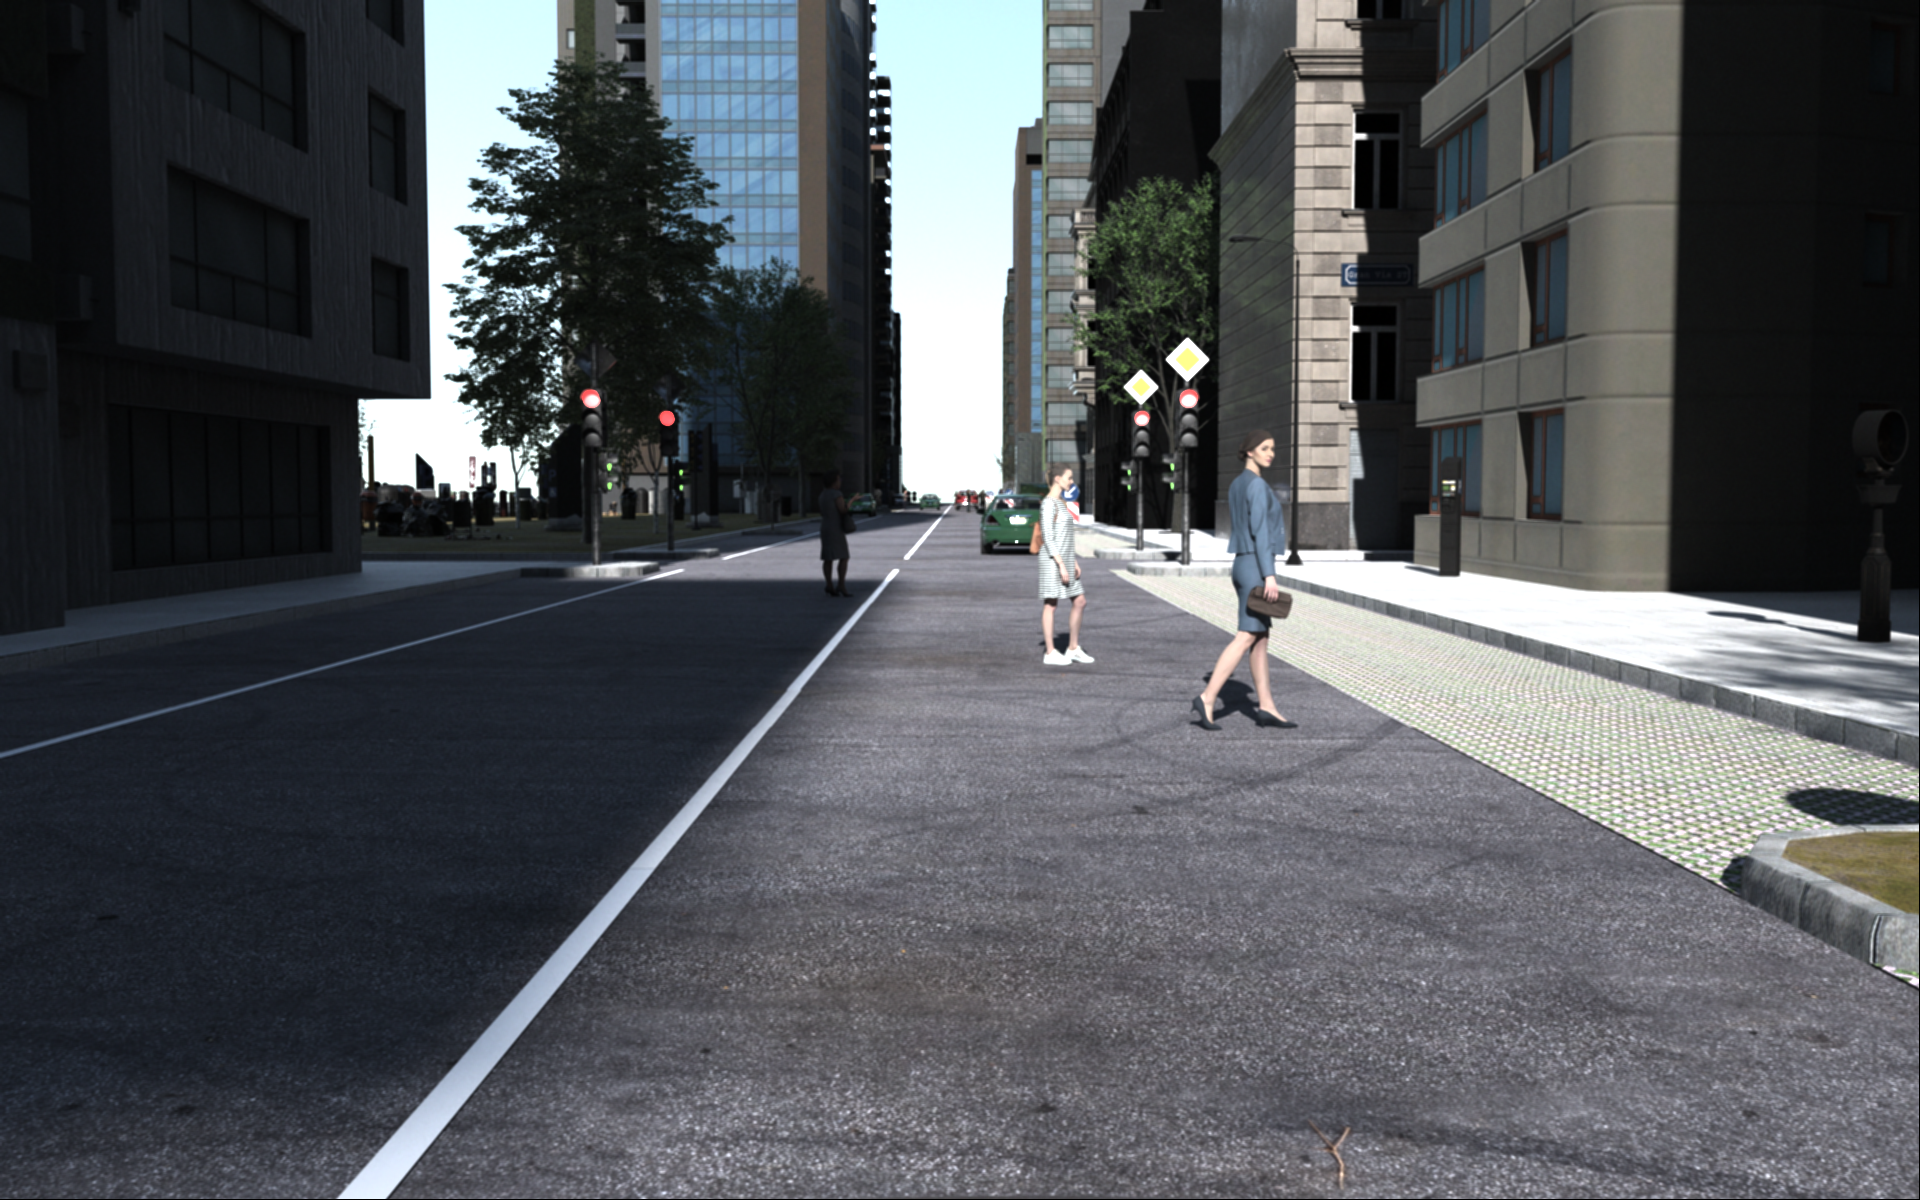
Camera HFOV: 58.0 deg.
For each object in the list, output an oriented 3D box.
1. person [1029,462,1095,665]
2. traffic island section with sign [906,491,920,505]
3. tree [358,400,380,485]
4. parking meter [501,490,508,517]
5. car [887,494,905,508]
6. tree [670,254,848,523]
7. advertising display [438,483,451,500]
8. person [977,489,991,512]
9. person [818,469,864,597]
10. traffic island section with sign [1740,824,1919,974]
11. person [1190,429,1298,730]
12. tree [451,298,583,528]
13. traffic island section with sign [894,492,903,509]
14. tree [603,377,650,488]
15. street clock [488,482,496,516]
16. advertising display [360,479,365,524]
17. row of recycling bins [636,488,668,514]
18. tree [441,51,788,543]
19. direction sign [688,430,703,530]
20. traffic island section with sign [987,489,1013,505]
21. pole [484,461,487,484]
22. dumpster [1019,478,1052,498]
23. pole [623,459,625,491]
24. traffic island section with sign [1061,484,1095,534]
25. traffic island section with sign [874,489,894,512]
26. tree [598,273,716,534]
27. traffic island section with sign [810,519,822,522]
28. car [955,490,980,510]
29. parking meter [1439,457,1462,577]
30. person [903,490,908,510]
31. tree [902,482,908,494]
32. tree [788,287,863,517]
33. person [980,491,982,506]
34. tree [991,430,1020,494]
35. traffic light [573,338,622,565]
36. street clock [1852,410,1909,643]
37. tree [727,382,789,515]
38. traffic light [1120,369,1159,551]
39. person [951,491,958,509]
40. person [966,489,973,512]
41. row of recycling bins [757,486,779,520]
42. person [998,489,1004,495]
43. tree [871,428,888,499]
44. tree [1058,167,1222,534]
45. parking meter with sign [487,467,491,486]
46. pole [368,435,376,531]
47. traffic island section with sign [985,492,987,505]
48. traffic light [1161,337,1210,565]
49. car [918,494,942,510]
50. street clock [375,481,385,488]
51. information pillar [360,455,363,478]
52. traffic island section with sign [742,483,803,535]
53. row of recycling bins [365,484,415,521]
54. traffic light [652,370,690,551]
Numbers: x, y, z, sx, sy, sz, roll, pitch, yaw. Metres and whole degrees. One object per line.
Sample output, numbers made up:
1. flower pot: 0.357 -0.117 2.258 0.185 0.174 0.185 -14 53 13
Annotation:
1. person: 0.830 -0.312 14.598 0.522 1.701 0.512 1 4 20
2. traffic island section with sign: -6.482 -12.992 221.048 1.989 1.847 2.006 0 3 0
3. tree: -35.582 -9.184 100.525 4.360 8.622 3.978 0 3 0
4. parking meter: -25.499 -5.417 96.974 0.372 1.533 0.369 0 3 0
5. car: -6.301 -9.880 173.542 2.014 1.417 4.499 0 3 0
6. tree: -8.666 -9.227 76.612 9.928 11.665 9.643 0 3 0
7. advertising display: -29.800 -5.808 100.175 0.123 1.923 0.974 1 4 21
8. person: 1.906 -8.068 140.544 1.348 1.807 0.705 2 4 28
9. person: -1.644 -0.941 24.241 0.532 1.782 0.716 -3 4 -39
10. traffic island section with sign: 3.759 0.182 5.657 1.989 1.847 2.006 0 3 0
11. person: 1.740 -0.124 10.546 0.654 1.822 0.581 1 4 9
12. tree: -16.617 -6.979 64.474 4.360 8.622 3.978 0 3 0
13. traffic island section with sign: -6.516 -9.646 166.338 1.989 1.847 2.006 0 3 0
14. tree: -18.808 -8.957 96.811 4.737 8.622 4.395 0 3 0
15. street clock: -27.397 -5.934 101.594 0.471 2.002 0.358 -1 4 -11
16. advertising display: -25.464 -4.190 73.723 0.123 1.923 0.974 -1 4 -9
17. row of recycling bins: -20.291 -6.466 112.830 3.534 1.692 1.069 1 4 12
18. tree: -9.283 -7.760 45.006 7.486 12.596 7.792 0 3 0
19. direction sign: -9.420 -4.266 61.739 0.379 3.537 0.876 2 4 24
20. traffic island section with sign: 3.854 -9.645 166.322 1.989 1.847 2.006 0 3 0
21. pole: -29.468 -6.958 107.611 0.158 3.312 0.155 0 3 0
22. dumpster: 3.962 -4.999 86.680 1.985 2.255 1.502 0 4 0
23. pole: -19.631 -6.568 101.234 0.158 3.312 0.155 0 3 0
24. traffic island section with sign: 3.794 -3.274 62.155 1.989 1.847 2.006 0 3 0
25. traffic island section with sign: -6.536 -7.977 139.051 1.989 1.847 2.006 0 3 0
26. tree: -9.854 -6.451 55.842 4.360 8.622 3.978 0 3 0
27. traffic island section with sign: -6.560 -4.871 88.275 1.989 1.847 2.006 0 3 0
28. car: 0.654 -8.811 152.725 2.281 1.827 5.304 0 4 0
29. parking meter: 7.656 -1.303 27.021 0.255 1.863 0.399 2 4 27
30. person: -4.785 -8.959 155.508 0.750 1.759 0.617 3 5 44
31. tree: -9.019 -17.086 273.957 1.663 3.219 1.824 0 3 0
32. tree: -8.923 -10.829 95.186 7.486 12.596 7.792 0 3 0
33. person: 2.618 -12.518 213.188 0.705 1.822 1.348 -2 4 -32
34. tree: 5.994 -15.148 198.029 4.360 8.622 3.978 0 3 0
35. traffic light: -6.552 -2.586 31.202 0.839 4.253 0.868 0 3 0
36. street clock: 7.944 -0.638 14.994 0.471 2.002 0.358 -2 4 -30
37. tree: -12.473 -9.552 106.533 4.360 8.622 3.978 0 3 0
38. traffic light: 4.064 -3.075 39.197 0.839 4.253 0.868 0 3 0
39. person: -0.302 -9.709 168.026 1.217 1.735 0.721 2 4 25
40. person: 0.706 -7.776 135.644 0.705 1.822 1.348 1 4 16
41. row of recycling bins: -9.553 -4.809 85.736 1.069 1.692 3.534 -1 4 -11
42. person: 2.863 -6.854 120.699 1.348 1.807 0.705 -2 4 -25
43. tree: -9.628 -14.678 190.349 4.737 8.622 4.395 0 3 0
44. tree: 7.065 -7.975 56.148 9.928 11.665 9.643 0 3 0
45. parking meter with sign: -30.747 -7.126 112.769 0.543 3.016 1.738 -2 4 -27
46. pole: -20.484 -4.064 60.288 0.158 3.312 0.155 0 3 0
47. traffic island section with sign: 3.897 -13.045 221.913 1.989 1.847 2.006 0 3 0
48. traffic light: 4.060 -2.587 31.212 0.839 4.253 0.868 0 3 0
49. car: -2.711 -8.837 156.280 2.131 1.459 4.920 0 4 -1
50. street clock: -32.794 -5.680 97.434 0.471 2.002 0.358 -1 4 -12
51. information pillar: -35.970 -6.869 103.665 0.183 3.616 0.504 3 4 37
52. traffic island section with sign: -6.578 -3.201 60.966 1.989 1.847 2.006 0 3 0
53. row of recycling bins: -28.232 -4.725 84.364 1.069 1.692 3.534 2 4 34
54. traffic light: -6.547 -3.074 39.187 0.839 4.253 0.868 0 3 0
